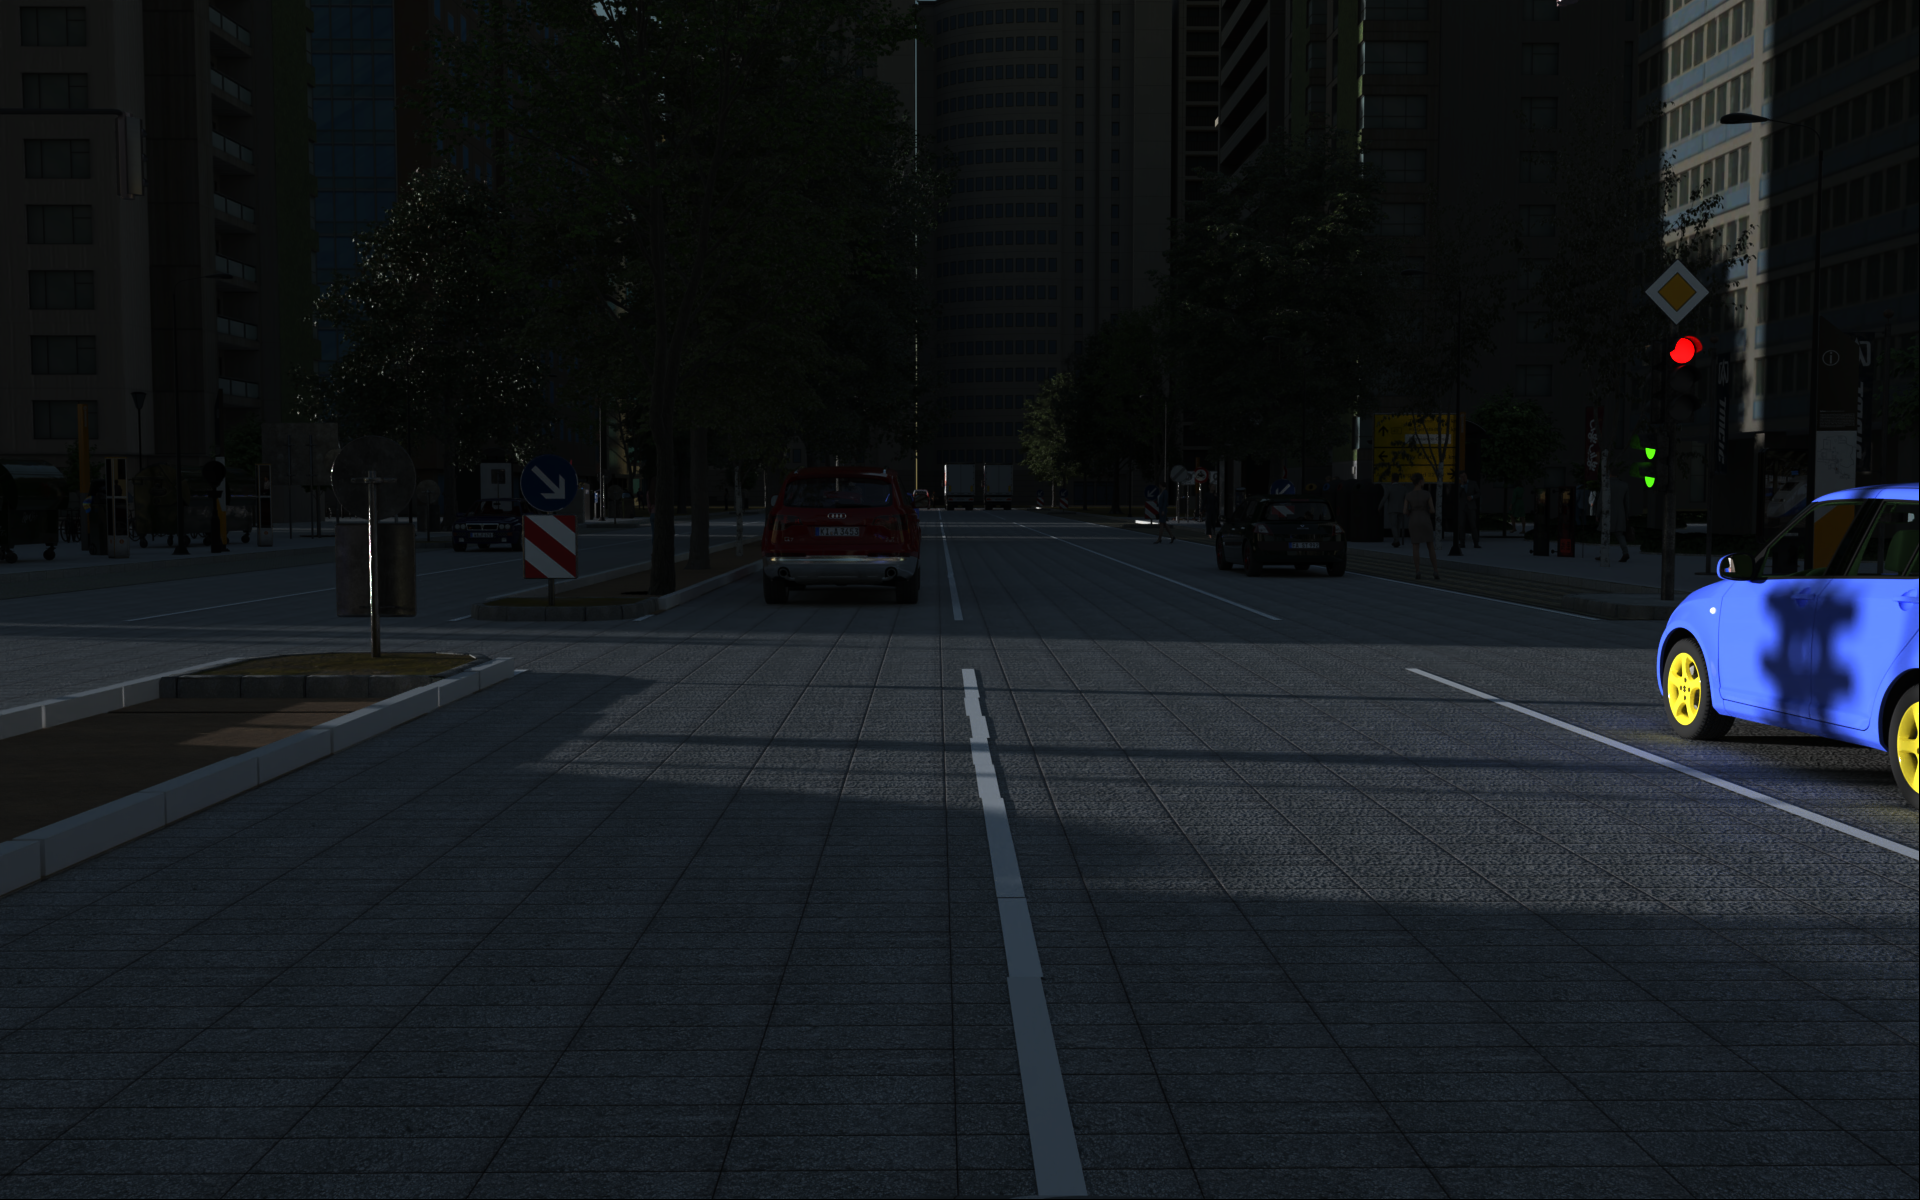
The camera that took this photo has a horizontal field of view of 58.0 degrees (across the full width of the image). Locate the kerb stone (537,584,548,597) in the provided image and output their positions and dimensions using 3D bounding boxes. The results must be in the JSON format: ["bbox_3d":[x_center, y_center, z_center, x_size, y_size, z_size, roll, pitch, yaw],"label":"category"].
[{"bbox_3d":[-5.799,-0.101,23.850,0.120,0.150,1.000,0,4,-1],"label":"kerb stone"}]

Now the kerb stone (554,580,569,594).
[{"bbox_3d":[-5.819,-0.163,24.872,0.120,0.150,1.000,0,4,-1],"label":"kerb stone"}]

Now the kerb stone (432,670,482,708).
[{"bbox_3d":[-3.545,0.628,12.073,0.120,0.150,1.000,0,4,-1],"label":"kerb stone"}]

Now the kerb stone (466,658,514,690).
[{"bbox_3d":[-3.555,0.557,13.095,0.120,0.150,1.000,0,4,-1],"label":"kerb stone"}]

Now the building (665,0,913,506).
[{"bbox_3d":[-19.167,-40.243,199.979,28.212,58.520,21.231,0,4,-1],"label":"building"}]

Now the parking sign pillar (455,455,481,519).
[{"bbox_3d":[-19.413,-4.841,67.622,1.447,3.967,1.447,-3,5,-42],"label":"parking sign pillar"}]

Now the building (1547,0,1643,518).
[{"bbox_3d":[25.926,-24.781,88.764,14.154,41.232,14.086,0,4,-1],"label":"building"}]

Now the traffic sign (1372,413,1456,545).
[{"bbox_3d":[11.436,-3.026,43.343,2.265,3.308,0.079,0,4,1],"label":"traffic sign"}]

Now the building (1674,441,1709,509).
[{"bbox_3d":[68.265,-28.815,154.714,14.086,41.232,14.154,0,4,-1],"label":"building"}]

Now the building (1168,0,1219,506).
[{"bbox_3d":[34.266,-46.558,199.473,20.611,71.187,20.563,0,4,-1],"label":"building"}]

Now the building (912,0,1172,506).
[{"bbox_3d":[9.033,-40.311,201.086,28.212,58.520,21.231,0,4,-1],"label":"building"}]

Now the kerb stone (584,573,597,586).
[{"bbox_3d":[-5.846,-0.289,26.932,0.120,0.150,1.000,0,4,-1],"label":"kerb stone"}]

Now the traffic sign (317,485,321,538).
[{"bbox_3d":[-18.655,-3.075,50.382,0.768,2.556,0.104,0,4,1],"label":"traffic sign"}]

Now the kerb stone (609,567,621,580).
[{"bbox_3d":[-5.868,-0.415,28.977,0.120,0.150,1.000,0,4,-1],"label":"kerb stone"}]

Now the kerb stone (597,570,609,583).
[{"bbox_3d":[-5.858,-0.348,27.955,0.120,0.150,1.000,0,4,-1],"label":"kerb stone"}]

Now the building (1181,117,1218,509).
[{"bbox_3d":[36.000,-27.967,149.135,32.217,40.220,23.993,0,4,-1],"label":"building"}]

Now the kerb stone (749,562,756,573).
[{"bbox_3d":[-3.809,-0.542,31.051,0.120,0.150,1.000,0,4,-1],"label":"kerb stone"}]

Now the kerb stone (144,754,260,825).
[{"bbox_3d":[-3.489,0.870,7.968,0.120,0.150,1.000,0,4,-1],"label":"kerb stone"}]

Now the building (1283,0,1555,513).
[{"bbox_3d":[27.340,-25.983,108.419,14.154,41.232,14.086,0,4,-1],"label":"building"}]

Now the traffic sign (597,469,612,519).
[{"bbox_3d":[-18.129,-5.392,88.262,0.768,2.556,0.104,0,4,8],"label":"traffic sign"}]

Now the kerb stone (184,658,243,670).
[{"bbox_3d":[-5.653,0.558,13.079,0.120,0.150,1.000,0,4,-1],"label":"kerb stone"}]

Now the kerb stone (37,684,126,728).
[{"bbox_3d":[-5.624,0.683,11.023,0.120,0.150,1.000,0,4,-1],"label":"kerb stone"}]

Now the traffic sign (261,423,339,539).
[{"bbox_3d":[-18.834,-3.400,49.457,2.265,3.308,0.079,0,4,5],"label":"traffic sign"}]

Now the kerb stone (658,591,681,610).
[{"bbox_3d":[-3.681,0.023,21.827,0.120,0.150,1.000,0,4,-1],"label":"kerb stone"}]

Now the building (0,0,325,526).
[{"bbox_3d":[-36.894,-23.852,73.582,14.154,41.232,14.086,0,4,-1],"label":"building"}]

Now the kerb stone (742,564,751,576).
[{"bbox_3d":[-3.788,-0.479,30.026,0.120,0.150,1.000,0,4,-1],"label":"kerb stone"}]

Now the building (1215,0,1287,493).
[{"bbox_3d":[31.073,-30.725,126.058,21.300,48.544,21.600,0,4,-1],"label":"building"}]

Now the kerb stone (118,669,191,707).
[{"bbox_3d":[-5.642,0.620,12.052,0.120,0.150,1.000,0,4,-1],"label":"kerb stone"}]

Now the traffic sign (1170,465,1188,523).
[{"bbox_3d":[9.612,-4.647,76.084,0.768,2.556,0.104,0,4,8],"label":"traffic sign"}]

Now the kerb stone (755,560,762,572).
[{"bbox_3d":[-3.818,-0.600,32.074,0.120,0.150,1.000,0,4,-1],"label":"kerb stone"}]

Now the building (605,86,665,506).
[{"bbox_3d":[-48.510,-35.544,200.750,30.456,49.044,23.786,0,4,-1],"label":"building"}]

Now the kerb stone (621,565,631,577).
[{"bbox_3d":[-5.887,-0.477,29.999,0.120,0.150,1.000,0,4,-1],"label":"kerb stone"}]

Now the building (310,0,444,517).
[{"bbox_3d":[-35.677,-28.500,116.089,14.600,45.320,14.200,0,4,-1],"label":"building"}]

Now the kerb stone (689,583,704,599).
[{"bbox_3d":[-3.697,-0.103,23.874,0.120,0.150,1.000,0,4,-1],"label":"kerb stone"}]

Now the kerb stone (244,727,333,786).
[{"bbox_3d":[-3.503,0.814,8.992,0.120,0.150,1.000,0,4,-1],"label":"kerb stone"}]

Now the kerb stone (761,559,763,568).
[{"bbox_3d":[-3.835,-0.667,33.096,0.120,0.150,1.000,0,4,-1],"label":"kerb stone"}]

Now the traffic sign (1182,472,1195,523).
[{"bbox_3d":[10.265,-4.637,77.939,0.606,2.300,0.079,0,4,8],"label":"traffic sign"}]

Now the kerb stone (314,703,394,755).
[{"bbox_3d":[-3.509,0.745,10.014,0.120,0.150,1.000,0,4,-1],"label":"kerb stone"}]

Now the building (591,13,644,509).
[{"bbox_3d":[-43.655,-30.220,148.720,28.867,44.769,22.147,0,4,-1],"label":"building"}]

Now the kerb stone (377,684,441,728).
[{"bbox_3d":[-3.530,0.682,11.038,0.120,0.150,1.000,0,4,-1],"label":"kerb stone"}]

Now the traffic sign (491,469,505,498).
[{"bbox_3d":[-18.962,-4.222,71.151,0.606,2.300,0.079,1,4,8],"label":"traffic sign"}]

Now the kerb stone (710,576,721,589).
[{"bbox_3d":[-3.737,-0.226,25.927,0.120,0.150,1.000,0,4,-1],"label":"kerb stone"}]

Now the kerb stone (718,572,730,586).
[{"bbox_3d":[-3.747,-0.291,26.956,0.120,0.150,1.000,0,4,-1],"label":"kerb stone"}]

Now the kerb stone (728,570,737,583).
[{"bbox_3d":[-3.758,-0.350,27.982,0.120,0.150,1.000,0,4,-1],"label":"kerb stone"}]

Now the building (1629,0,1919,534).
[{"bbox_3d":[33.404,-21.618,45.339,23.993,40.220,32.217,0,4,-1],"label":"building"}]

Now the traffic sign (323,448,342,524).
[{"bbox_3d":[-17.303,-2.936,48.114,0.768,2.556,0.104,0,4,3],"label":"traffic sign"}]

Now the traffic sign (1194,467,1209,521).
[{"bbox_3d":[11.311,-4.974,81.425,0.768,2.556,0.104,0,4,6],"label":"traffic sign"}]

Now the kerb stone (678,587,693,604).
[{"bbox_3d":[-3.686,-0.040,22.851,0.120,0.150,1.000,0,4,-1],"label":"kerb stone"}]

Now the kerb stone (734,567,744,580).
[{"bbox_3d":[-3.772,-0.416,29.004,0.120,0.150,1.000,0,4,-1],"label":"kerb stone"}]

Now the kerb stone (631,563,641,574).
[{"bbox_3d":[-5.907,-0.538,31.021,0.120,0.150,1.000,0,4,-1],"label":"kerb stone"}]

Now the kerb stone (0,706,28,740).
[{"bbox_3d":[-5.617,0.746,9.996,0.120,0.150,1.000,0,4,-1],"label":"kerb stone"}]

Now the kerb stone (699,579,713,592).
[{"bbox_3d":[-3.719,-0.165,24.896,0.120,0.150,1.000,0,4,-1],"label":"kerb stone"}]

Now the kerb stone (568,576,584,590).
[{"bbox_3d":[-5.831,-0.224,25.905,0.120,0.150,1.000,0,4,-1],"label":"kerb stone"}]

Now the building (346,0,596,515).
[{"bbox_3d":[-35.948,-29.367,130.260,14.600,45.320,14.200,0,4,-1],"label":"building"}]

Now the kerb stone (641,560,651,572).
[{"bbox_3d":[-5.910,-0.601,32.043,0.120,0.150,1.000,0,4,-1],"label":"kerb stone"}]

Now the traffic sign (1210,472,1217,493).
[{"bbox_3d":[11.455,-4.597,77.286,0.606,2.300,0.079,0,4,5],"label":"traffic sign"}]

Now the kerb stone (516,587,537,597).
[{"bbox_3d":[-5.786,-0.038,22.826,0.120,0.150,1.000,0,4,-1],"label":"kerb stone"}]

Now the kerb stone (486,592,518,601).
[{"bbox_3d":[-5.778,0.024,21.800,0.120,0.150,1.000,0,4,-1],"label":"kerb stone"}]

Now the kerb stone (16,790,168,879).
[{"bbox_3d":[-3.472,0.933,6.946,0.120,0.150,1.000,0,4,-1],"label":"kerb stone"}]
